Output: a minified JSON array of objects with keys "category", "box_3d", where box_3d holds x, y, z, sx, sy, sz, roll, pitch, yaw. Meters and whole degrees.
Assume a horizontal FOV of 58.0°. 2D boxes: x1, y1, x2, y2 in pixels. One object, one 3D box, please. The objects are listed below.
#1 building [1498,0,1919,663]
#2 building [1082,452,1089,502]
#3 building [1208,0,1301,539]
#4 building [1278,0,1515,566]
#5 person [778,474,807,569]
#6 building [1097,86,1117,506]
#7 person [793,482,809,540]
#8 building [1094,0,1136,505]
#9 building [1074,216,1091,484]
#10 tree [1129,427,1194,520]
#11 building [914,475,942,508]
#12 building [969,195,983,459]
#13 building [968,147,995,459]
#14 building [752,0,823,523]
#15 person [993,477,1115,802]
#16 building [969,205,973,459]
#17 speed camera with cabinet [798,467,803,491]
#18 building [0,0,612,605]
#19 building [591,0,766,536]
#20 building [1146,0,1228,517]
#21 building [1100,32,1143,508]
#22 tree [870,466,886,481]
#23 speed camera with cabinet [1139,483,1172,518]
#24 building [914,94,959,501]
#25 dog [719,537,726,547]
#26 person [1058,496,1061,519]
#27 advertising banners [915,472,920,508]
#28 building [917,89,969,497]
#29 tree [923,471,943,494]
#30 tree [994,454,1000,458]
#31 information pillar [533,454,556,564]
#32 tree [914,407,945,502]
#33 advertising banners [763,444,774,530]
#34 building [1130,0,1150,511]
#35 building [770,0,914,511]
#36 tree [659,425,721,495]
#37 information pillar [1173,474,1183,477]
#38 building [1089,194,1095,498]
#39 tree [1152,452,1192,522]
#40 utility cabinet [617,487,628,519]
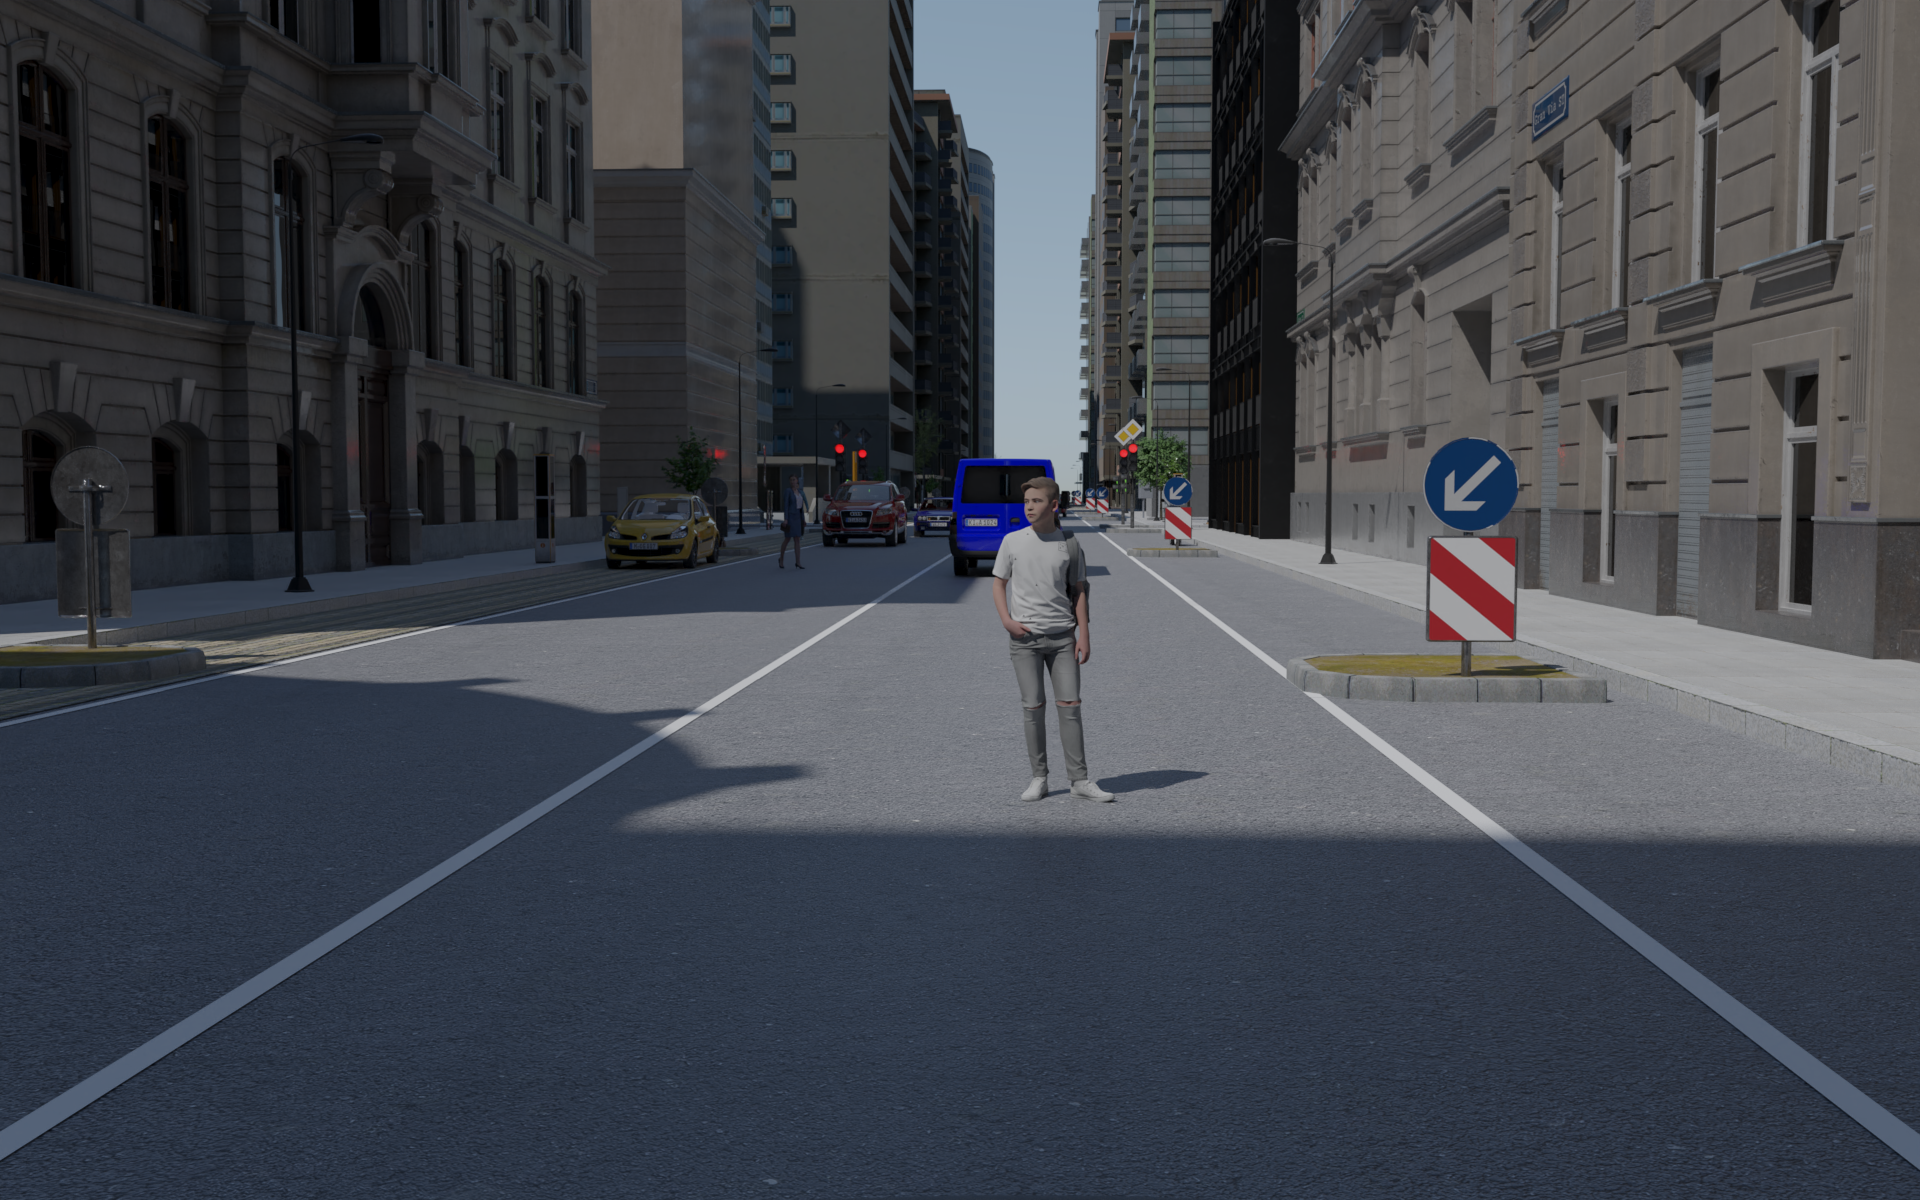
[{"category":"building","box_3d":[12.664,-13.100,11.451,12.463,27.353,25.104,0,4,3]},{"category":"building","box_3d":[29.862,-57.873,258.887,22.319,86.520,31.000,0,4,3]},{"category":"building","box_3d":[15.023,-13.834,55.867,12.332,23.373,15.834,0,4,3]},{"category":"building","box_3d":[14.792,-15.190,35.745,14.401,28.519,23.554,0,4,3]},{"category":"person","box_3d":[-3.225,-1.514,33.270,0.581,1.822,0.654,-3,4,-37]},{"category":"building","box_3d":[22.210,-32.807,186.508,14.600,45.320,14.200,0,4,3]},{"category":"person","box_3d":[-5.060,-2.792,54.172,0.660,1.820,0.620,-1,4,-9]},{"category":"building","box_3d":[26.731,-40.724,207.840,21.231,58.520,28.212,0,4,3]},{"category":"building","box_3d":[31.286,-41.044,290.669,23.786,49.044,30.456,0,4,3]},{"category":"tree","box_3d":[10.562,-6.531,90.489,4.285,4.588,4.351,0,3,0]},{"category":"building","box_3d":[-18.062,-28.691,160.975,32.217,40.220,23.993,0,4,3]},{"category":"building","box_3d":[-3.873,-36.856,252.704,14.600,45.320,14.200,0,4,3]},{"category":"building","box_3d":[-5.139,-45.706,289.297,21.231,58.520,28.212,0,4,3]},{"category":"building","box_3d":[-22.414,-24.042,84.975,32.217,40.220,23.993,0,4,3]},{"category":"person","box_3d":[0.436,0.182,8.121,0.503,1.515,0.523,-2,4,-33]},{"category":"building","box_3d":[-5.550,-33.956,238.779,14.154,41.232,14.086,0,4,3]},{"category":"speed camera with cabinet","box_3d":[-8.223,-6.343,98.050,2.038,3.252,0.660,0,4,0]},{"category":"building","box_3d":[-15.723,-12.882,29.699,14.460,24.649,34.723,0,4,3]},{"category":"building","box_3d":[-17.527,-16.669,58.448,20.117,28.700,13.634,0,4,3]},{"category":"building","box_3d":[17.996,-25.555,101.421,14.154,41.232,14.086,0,4,3]},{"category":"building","box_3d":[24.645,-31.156,164.028,22.147,44.769,28.867,0,4,3]},{"category":"tree","box_3d":[-5.040,-7.020,109.377,1.663,3.219,1.824,0,3,0]},{"category":"speed camera with cabinet","box_3d":[10.670,-6.051,93.265,2.038,3.252,0.660,0,4,-6]},{"category":"building","box_3d":[-11.565,-32.556,186.921,22.147,44.769,28.867,0,4,3]},{"category":"dog","box_3d":[-6.079,-1.693,44.516,0.513,0.831,0.800,2,4,34]},{"category":"person","box_3d":[5.532,-5.534,99.212,0.641,1.798,0.478,2,4,25]},{"category":"advertising banners","box_3d":[-3.338,-8.532,135.679,0.090,3.025,2.074,-1,4,-12]},{"category":"building","box_3d":[-10.032,-35.978,211.948,21.300,48.544,21.600,0,4,3]},{"category":"tree","box_3d":[-2.363,-9.317,146.932,1.663,3.219,1.824,0,3,0]},{"category":"tree","box_3d":[5.828,-21.874,307.999,4.360,8.622,3.978,0,3,0]},{"category":"information pillar","box_3d":[-7.691,-1.687,32.074,0.304,2.012,0.304,0,4,4]},{"category":"tree","box_3d":[-3.320,-11.783,143.011,4.737,8.622,4.395,0,3,0]},{"category":"advertising banners","box_3d":[-6.861,-4.018,61.880,0.090,3.025,2.074,0,4,3]},{"category":"building","box_3d":[24.326,-31.285,131.114,23.786,49.044,30.456,0,4,3]},{"category":"building","box_3d":[-14.641,-30.409,120.882,21.300,48.544,21.600,0,4,3]},{"category":"tree","box_3d":[-7.608,-3.300,48.550,1.663,3.219,1.824,0,3,0]},{"category":"information pillar","box_3d":[7.825,-3.534,62.271,0.304,2.012,0.304,0,4,-2]},{"category":"building","box_3d":[24.825,-33.892,237.724,14.154,41.232,14.086,0,4,3]},{"category":"tree","box_3d":[9.793,-5.144,78.699,1.663,3.219,1.824,0,3,0]},{"category":"utility cabinet","box_3d":[-9.916,-2.579,50.842,0.318,1.500,1.173,-1,4,-10]}]
